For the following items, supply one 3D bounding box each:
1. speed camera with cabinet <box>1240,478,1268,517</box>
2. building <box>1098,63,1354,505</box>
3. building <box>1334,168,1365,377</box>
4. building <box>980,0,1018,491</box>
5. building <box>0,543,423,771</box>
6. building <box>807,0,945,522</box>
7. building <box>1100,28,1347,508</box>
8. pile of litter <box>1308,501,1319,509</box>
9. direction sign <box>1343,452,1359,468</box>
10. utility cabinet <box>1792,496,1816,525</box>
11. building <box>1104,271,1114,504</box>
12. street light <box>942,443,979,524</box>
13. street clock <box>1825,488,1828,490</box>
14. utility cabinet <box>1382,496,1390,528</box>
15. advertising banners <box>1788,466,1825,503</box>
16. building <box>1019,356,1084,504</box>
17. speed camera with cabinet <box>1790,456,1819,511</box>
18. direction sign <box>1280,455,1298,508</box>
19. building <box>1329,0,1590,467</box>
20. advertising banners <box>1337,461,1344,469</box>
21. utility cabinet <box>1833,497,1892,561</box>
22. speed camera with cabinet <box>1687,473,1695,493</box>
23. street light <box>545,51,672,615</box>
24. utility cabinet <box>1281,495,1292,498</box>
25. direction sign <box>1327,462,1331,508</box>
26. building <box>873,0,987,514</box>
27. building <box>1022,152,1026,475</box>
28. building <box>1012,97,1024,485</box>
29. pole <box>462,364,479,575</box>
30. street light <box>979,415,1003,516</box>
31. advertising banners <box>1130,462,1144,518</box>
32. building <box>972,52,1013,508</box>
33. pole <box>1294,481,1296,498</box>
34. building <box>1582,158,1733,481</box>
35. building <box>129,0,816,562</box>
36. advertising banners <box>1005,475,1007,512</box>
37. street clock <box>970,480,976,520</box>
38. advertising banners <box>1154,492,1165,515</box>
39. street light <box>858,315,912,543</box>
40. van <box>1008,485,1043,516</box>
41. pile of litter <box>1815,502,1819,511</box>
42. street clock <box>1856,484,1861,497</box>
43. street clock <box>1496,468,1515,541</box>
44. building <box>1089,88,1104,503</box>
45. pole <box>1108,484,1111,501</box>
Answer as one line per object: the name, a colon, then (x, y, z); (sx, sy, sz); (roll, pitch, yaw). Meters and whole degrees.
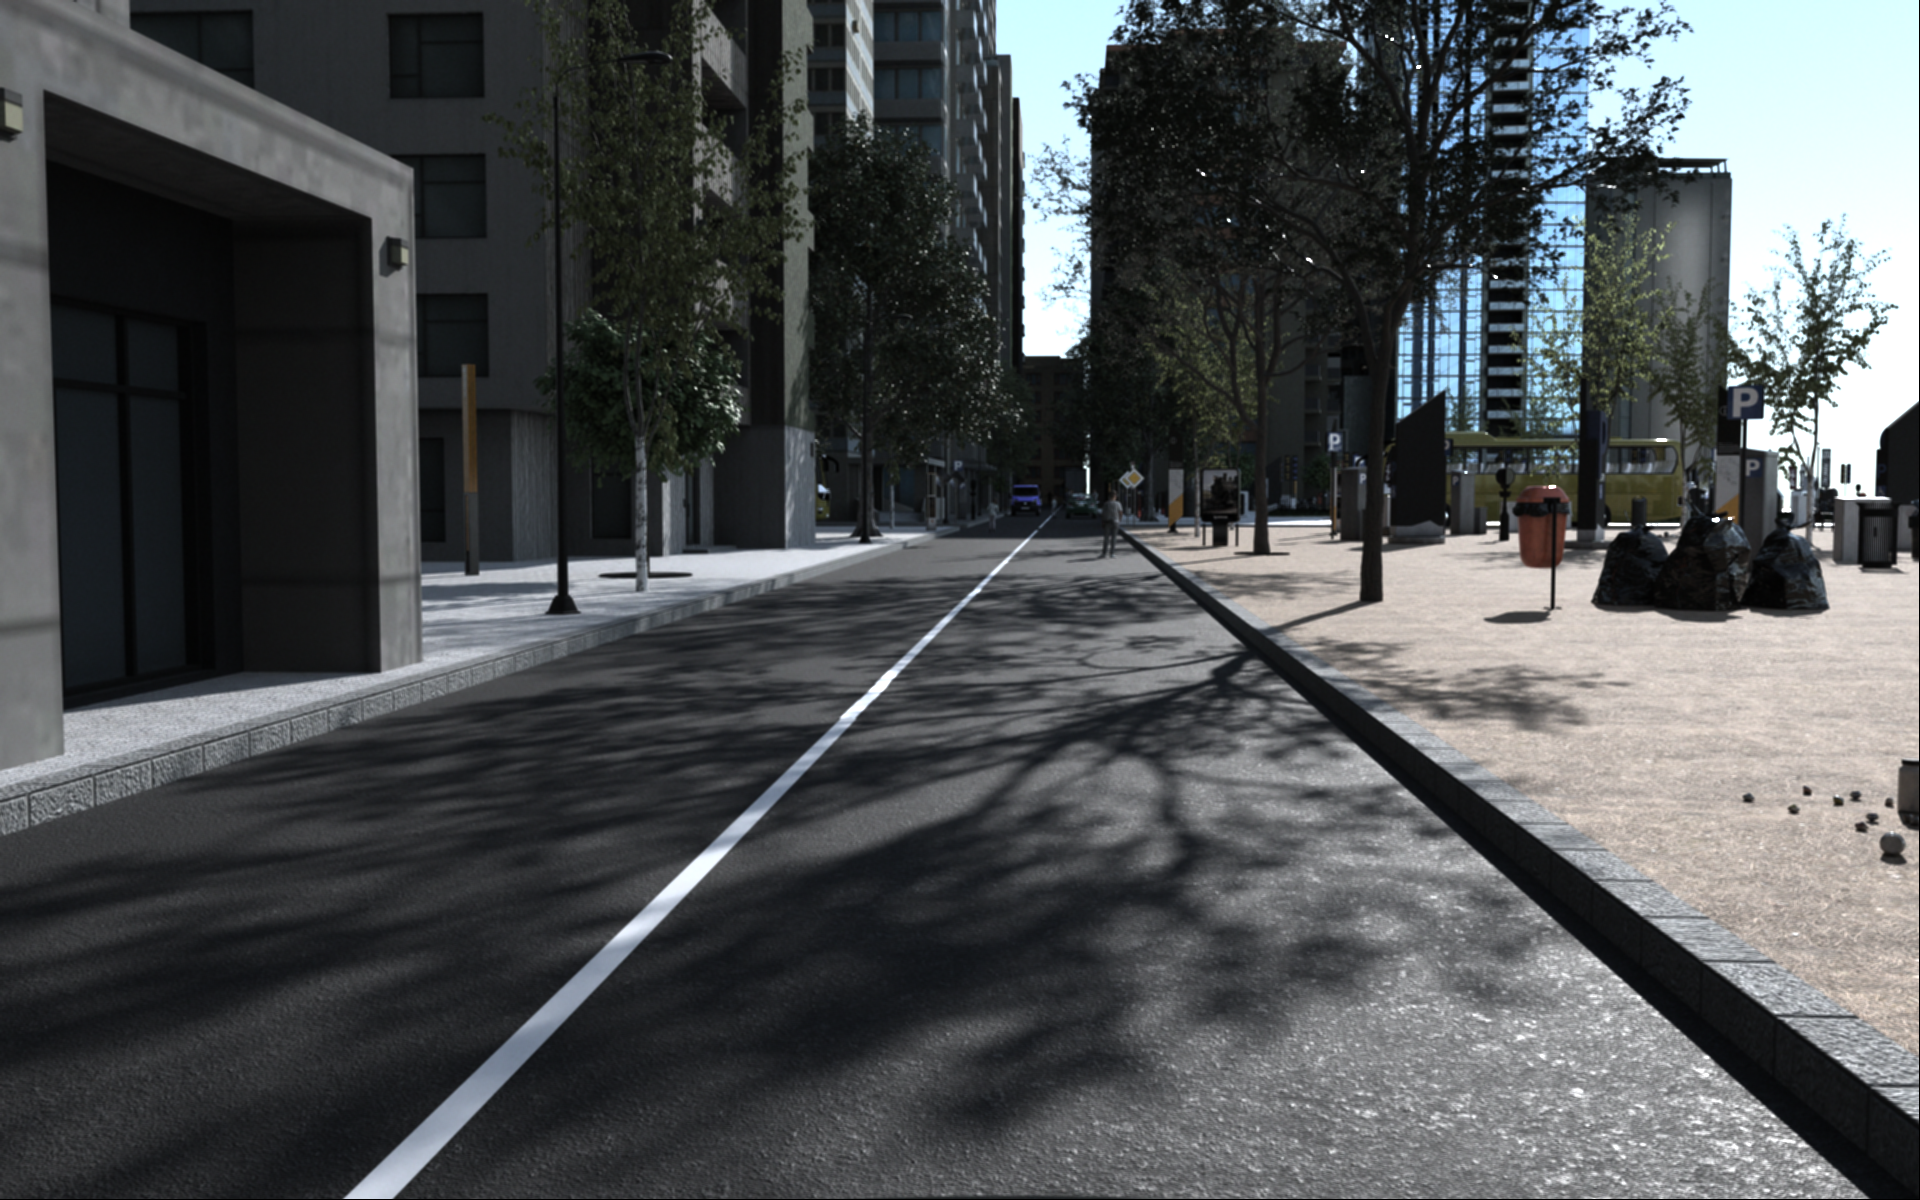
speed camera with cabinet: (15.989, -6.203, 95.760); (2.038, 3.252, 0.660); (1, 4, 11)
building: (31.060, -37.958, 209.858); (28.713, 52.752, 27.495); (0, 4, 4)
building: (58.329, -37.694, 240.003); (21.600, 48.544, 21.300); (0, 4, 4)
building: (-4.579, -44.966, 173.449); (20.563, 71.187, 20.611); (0, 4, 4)
building: (-14.577, -34.798, 7.207); (20.563, 71.187, 20.611); (0, 4, 4)
building: (-17.215, -24.136, 86.501); (32.217, 40.220, 23.993); (0, 4, 4)
building: (24.832, -31.400, 168.008); (22.147, 44.769, 28.867); (0, 4, 4)
pile of litter: (21.928, -5.700, 107.162); (1.176, 0.858, 1.719); (-3, 4, -37)
direction sign: (20.967, -6.180, 93.034); (0.876, 3.537, 0.379); (-1, 4, -10)
utility cabinet: (35.489, -3.774, 72.870); (1.020, 1.237, 0.306); (-1, 4, -23)
building: (22.875, -25.600, 190.265); (14.160, 30.474, 14.107); (0, 4, 4)
street light: (-0.068, -6.247, 74.672); (1.470, 5.913, 1.316); (0, 4, 4)
street clock: (62.708, -7.384, 125.300); (0.358, 2.002, 0.471); (1, 4, 14)
utility cabinet: (15.263, -3.053, 61.074); (1.020, 1.237, 0.306); (-3, 4, -39)
advertising banners: (51.932, -6.737, 106.341); (2.074, 3.025, 0.090); (2, 4, 34)
building: (3.138, -24.621, 247.590); (28.899, 21.520, 27.650); (0, 4, 4)
speed camera with cabinet: (43.630, -5.814, 89.394); (2.038, 3.252, 0.660); (-3, 5, -40)
direction sign: (19.323, -6.677, 101.167); (0.876, 3.537, 0.379); (-2, 4, -23)
building: (61.985, -54.864, 209.701); (31.000, 86.520, 22.319); (0, 4, 4)
advertising banners: (20.377, -5.713, 89.588); (2.074, 3.025, 0.090); (1, 4, 8)
utility cabinet: (17.405, -1.361, 33.414); (1.020, 1.237, 0.306); (-1, 4, -9)
speed camera with cabinet: (58.997, -8.808, 138.339); (2.038, 3.252, 0.660); (0, 4, 8)
street light: (-3.723, -2.804, 18.381); (1.470, 5.913, 1.316); (0, 4, 4)
utility cabinet: (24.505, -7.310, 130.680); (1.020, 1.237, 0.306); (0, 4, 6)
direction sign: (26.256, -8.026, 123.214); (0.379, 3.537, 0.876); (2, 4, 28)
building: (-9.642, -30.664, 120.971); (23.786, 49.044, 30.456); (0, 4, 4)
building: (-7.276, -36.325, 213.526); (30.456, 49.044, 23.786); (0, 4, 4)
building: (-0.128, -33.174, 192.499); (14.600, 45.320, 14.200); (0, 4, 4)
pole: (-7.719, -2.046, 27.297); (0.158, 3.312, 0.155); (0, 3, 0)
street light: (1.704, -7.878, 101.349); (1.470, 5.913, 1.316); (0, 4, 4)
advertising banners: (9.526, -5.851, 91.844); (0.090, 3.025, 2.074); (3, 4, 36)
building: (-2.508, -28.947, 156.876); (14.154, 41.232, 14.086); (0, 4, 4)
pole: (25.729, -8.511, 132.994); (0.158, 3.312, 0.155); (0, 3, 0)
building: (84.816, -32.370, 212.851); (14.086, 41.232, 14.154); (0, 4, 4)
building: (-11.230, -16.288, 38.008); (14.160, 30.474, 14.107); (0, 4, 4)
advertising banners: (3.330, -7.965, 126.409); (0.090, 3.025, 2.074); (0, 3, 0)
street clock: (0.661, -5.016, 86.584); (0.358, 2.002, 0.471); (0, 4, 7)
advertising banners: (12.559, -6.769, 106.868); (0.090, 3.025, 2.074); (-2, 4, -30)
street light: (-1.940, -4.435, 45.056); (1.470, 5.913, 1.316); (0, 4, 4)
van: (4.351, -6.735, 114.506); (2.240, 2.365, 5.245); (0, 4, 3)
pile of litter: (51.119, -5.515, 104.127); (1.176, 0.858, 1.719); (3, 5, 42)
street clock: (65.614, -7.460, 126.546); (0.358, 2.002, 0.471); (1, 4, 12)
street clock: (15.060, -2.648, 47.871); (0.471, 2.002, 0.358); (-1, 4, -19)
building: (32.422, -42.817, 242.060); (28.212, 58.520, 21.231); (0, 4, 4)
pole: (12.484, -9.226, 144.695); (0.158, 3.312, 0.155); (0, 3, 0)
